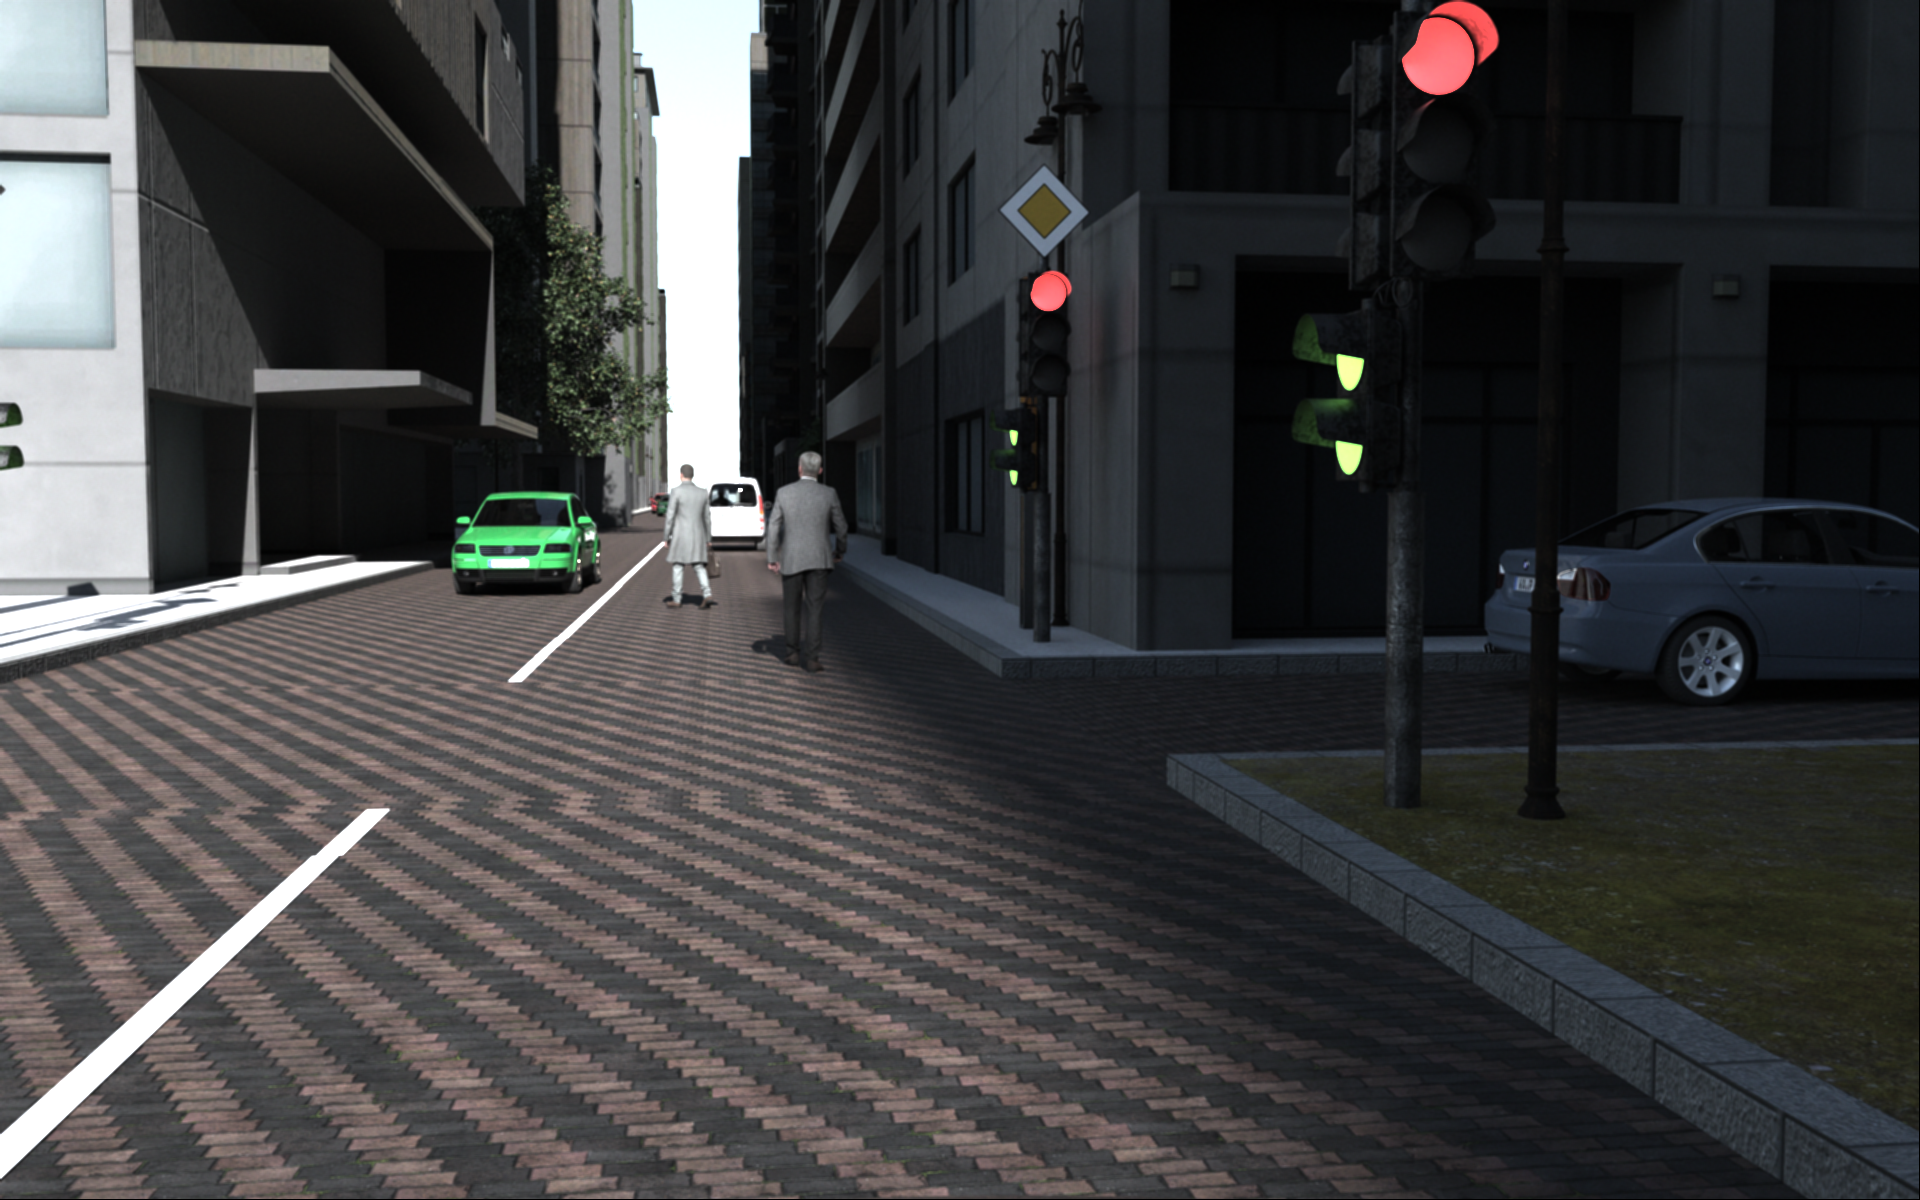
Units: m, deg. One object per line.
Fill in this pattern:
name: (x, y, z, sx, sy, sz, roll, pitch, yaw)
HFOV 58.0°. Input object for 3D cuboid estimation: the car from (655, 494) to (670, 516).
car: (-18.687, -6.154, 112.412, 2.131, 1.459, 4.920, 0, 4, -7)

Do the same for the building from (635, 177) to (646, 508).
building: (-34.868, -23.156, 150.304, 14.160, 30.474, 14.107, 0, 4, -8)

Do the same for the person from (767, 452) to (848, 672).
person: (-1.263, -0.328, 14.260, 0.661, 1.777, 0.834, -1, 4, -9)

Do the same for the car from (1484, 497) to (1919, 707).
car: (6.163, -0.039, 12.640, 4.499, 1.417, 2.014, -1, 4, -8)

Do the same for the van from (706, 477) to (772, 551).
van: (-5.857, -2.304, 44.676, 2.013, 2.044, 4.112, 0, 4, -8)

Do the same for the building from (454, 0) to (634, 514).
building: (-32.744, -27.634, 135.405, 14.154, 41.232, 14.086, 0, 4, -8)

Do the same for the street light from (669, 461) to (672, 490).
street light: (-40.910, -16.642, 244.888, 0.468, 5.910, 1.993, 0, 4, -8)

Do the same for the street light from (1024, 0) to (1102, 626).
street light: (0.973, -2.686, 16.697, 0.468, 5.910, 1.993, 0, 4, -8)

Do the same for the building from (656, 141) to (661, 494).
building: (-40.559, -31.045, 191.177, 14.154, 41.232, 14.086, 0, 4, -8)

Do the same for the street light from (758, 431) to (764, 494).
street light: (-14.654, -9.456, 127.394, 0.468, 5.910, 1.993, 0, 4, -8)

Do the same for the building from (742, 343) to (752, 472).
building: (-12.773, -22.564, 213.966, 27.650, 21.520, 28.899, 0, 4, -8)

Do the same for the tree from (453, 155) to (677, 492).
tree: (-14.818, -8.617, 57.901, 9.611, 12.733, 9.660, 0, 3, 0)

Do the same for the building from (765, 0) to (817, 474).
building: (-0.665, -27.641, 106.561, 22.147, 44.769, 28.867, 0, 4, -8)

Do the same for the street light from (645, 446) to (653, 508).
street light: (-29.286, -11.593, 162.328, 0.468, 5.910, 1.993, 0, 4, -8)

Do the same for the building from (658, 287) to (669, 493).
building: (-46.693, -28.227, 233.208, 14.160, 30.474, 14.107, 0, 4, -8)

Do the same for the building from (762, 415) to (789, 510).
building: (-4.125, -50.313, 135.285, 22.319, 86.520, 31.000, 0, 4, -8)

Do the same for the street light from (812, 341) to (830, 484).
street light: (-4.207, -4.879, 52.558, 0.468, 5.910, 1.993, 0, 4, -8)

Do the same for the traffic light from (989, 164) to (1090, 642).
traffic light: (0.693, -1.591, 14.928, 0.839, 4.253, 0.868, 0, 4, -8)

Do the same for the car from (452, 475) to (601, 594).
car: (-6.496, -1.064, 26.196, 1.959, 1.807, 4.718, 0, 4, -6)

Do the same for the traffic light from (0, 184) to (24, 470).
traffic light: (-7.932, -1.516, 13.706, 0.839, 4.253, 0.868, 0, 4, -8)

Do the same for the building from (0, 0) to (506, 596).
building: (-22.954, -27.016, 30.950, 28.713, 52.752, 27.495, 0, 4, -8)

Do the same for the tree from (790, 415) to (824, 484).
tree: (-4.337, -4.749, 61.357, 4.285, 4.588, 4.351, 0, 3, 0)

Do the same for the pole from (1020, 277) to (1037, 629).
pole: (0.663, -1.381, 16.420, 0.158, 3.312, 0.155, 0, 3, 0)

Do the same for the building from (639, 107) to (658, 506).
building: (-38.757, -30.185, 177.115, 14.154, 41.232, 14.086, 0, 4, -8)

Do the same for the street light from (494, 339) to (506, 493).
street light: (-13.483, -4.742, 50.321, 0.468, 5.910, 1.993, 0, 4, -8)

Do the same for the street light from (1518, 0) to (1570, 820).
street light: (2.317, -2.076, 6.725, 0.468, 5.910, 1.993, 0, 4, -8)

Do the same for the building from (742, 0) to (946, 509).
building: (-13.355, -45.821, 187.419, 20.563, 71.187, 20.611, 0, 4, -8)

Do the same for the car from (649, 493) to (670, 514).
car: (-21.885, -7.292, 128.265, 2.155, 1.783, 4.494, 0, 4, -7)

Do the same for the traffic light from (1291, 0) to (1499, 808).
traffic light: (1.802, -1.107, 7.020, 0.839, 4.253, 0.868, 0, 4, -8)

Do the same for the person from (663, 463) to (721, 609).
person: (-3.391, -0.798, 21.648, 0.694, 1.812, 0.767, -3, 4, -37)

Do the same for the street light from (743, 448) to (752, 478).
street light: (-21.387, -12.384, 175.262, 0.468, 5.910, 1.993, 0, 4, -8)

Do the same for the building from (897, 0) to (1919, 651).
building: (10.233, -35.795, 23.499, 20.611, 71.187, 20.563, 0, 4, -8)

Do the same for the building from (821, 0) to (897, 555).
building: (7.528, -25.862, 46.548, 21.300, 48.544, 21.600, 0, 4, -8)

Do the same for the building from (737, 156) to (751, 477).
building: (-19.573, -37.553, 237.700, 21.300, 48.544, 21.600, 0, 4, -8)

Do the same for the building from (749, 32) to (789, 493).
building: (-12.067, -29.033, 158.277, 14.154, 41.232, 14.086, 0, 4, -8)

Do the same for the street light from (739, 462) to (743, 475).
street light: (-26.434, -14.578, 211.141, 0.468, 5.910, 1.993, 0, 4, -8)

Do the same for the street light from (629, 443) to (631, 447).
street light: (-24.234, -9.396, 126.412, 0.468, 5.910, 1.993, 0, 4, -8)

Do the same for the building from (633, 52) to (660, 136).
building: (-51.085, -37.986, 210.308, 28.713, 52.752, 27.495, 0, 4, -8)

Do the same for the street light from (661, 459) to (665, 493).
street light: (-35.743, -14.428, 208.690, 0.468, 5.910, 1.993, 0, 4, -8)

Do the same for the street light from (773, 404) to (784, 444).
street light: (-9.521, -7.251, 91.337, 0.468, 5.910, 1.993, 0, 4, -8)

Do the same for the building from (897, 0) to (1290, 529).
building: (1.892, -39.205, 79.248, 20.563, 71.187, 20.611, 0, 4, -8)

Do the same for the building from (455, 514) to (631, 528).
building: (-21.060, -23.657, 70.380, 14.154, 41.232, 14.086, 0, 4, -8)
